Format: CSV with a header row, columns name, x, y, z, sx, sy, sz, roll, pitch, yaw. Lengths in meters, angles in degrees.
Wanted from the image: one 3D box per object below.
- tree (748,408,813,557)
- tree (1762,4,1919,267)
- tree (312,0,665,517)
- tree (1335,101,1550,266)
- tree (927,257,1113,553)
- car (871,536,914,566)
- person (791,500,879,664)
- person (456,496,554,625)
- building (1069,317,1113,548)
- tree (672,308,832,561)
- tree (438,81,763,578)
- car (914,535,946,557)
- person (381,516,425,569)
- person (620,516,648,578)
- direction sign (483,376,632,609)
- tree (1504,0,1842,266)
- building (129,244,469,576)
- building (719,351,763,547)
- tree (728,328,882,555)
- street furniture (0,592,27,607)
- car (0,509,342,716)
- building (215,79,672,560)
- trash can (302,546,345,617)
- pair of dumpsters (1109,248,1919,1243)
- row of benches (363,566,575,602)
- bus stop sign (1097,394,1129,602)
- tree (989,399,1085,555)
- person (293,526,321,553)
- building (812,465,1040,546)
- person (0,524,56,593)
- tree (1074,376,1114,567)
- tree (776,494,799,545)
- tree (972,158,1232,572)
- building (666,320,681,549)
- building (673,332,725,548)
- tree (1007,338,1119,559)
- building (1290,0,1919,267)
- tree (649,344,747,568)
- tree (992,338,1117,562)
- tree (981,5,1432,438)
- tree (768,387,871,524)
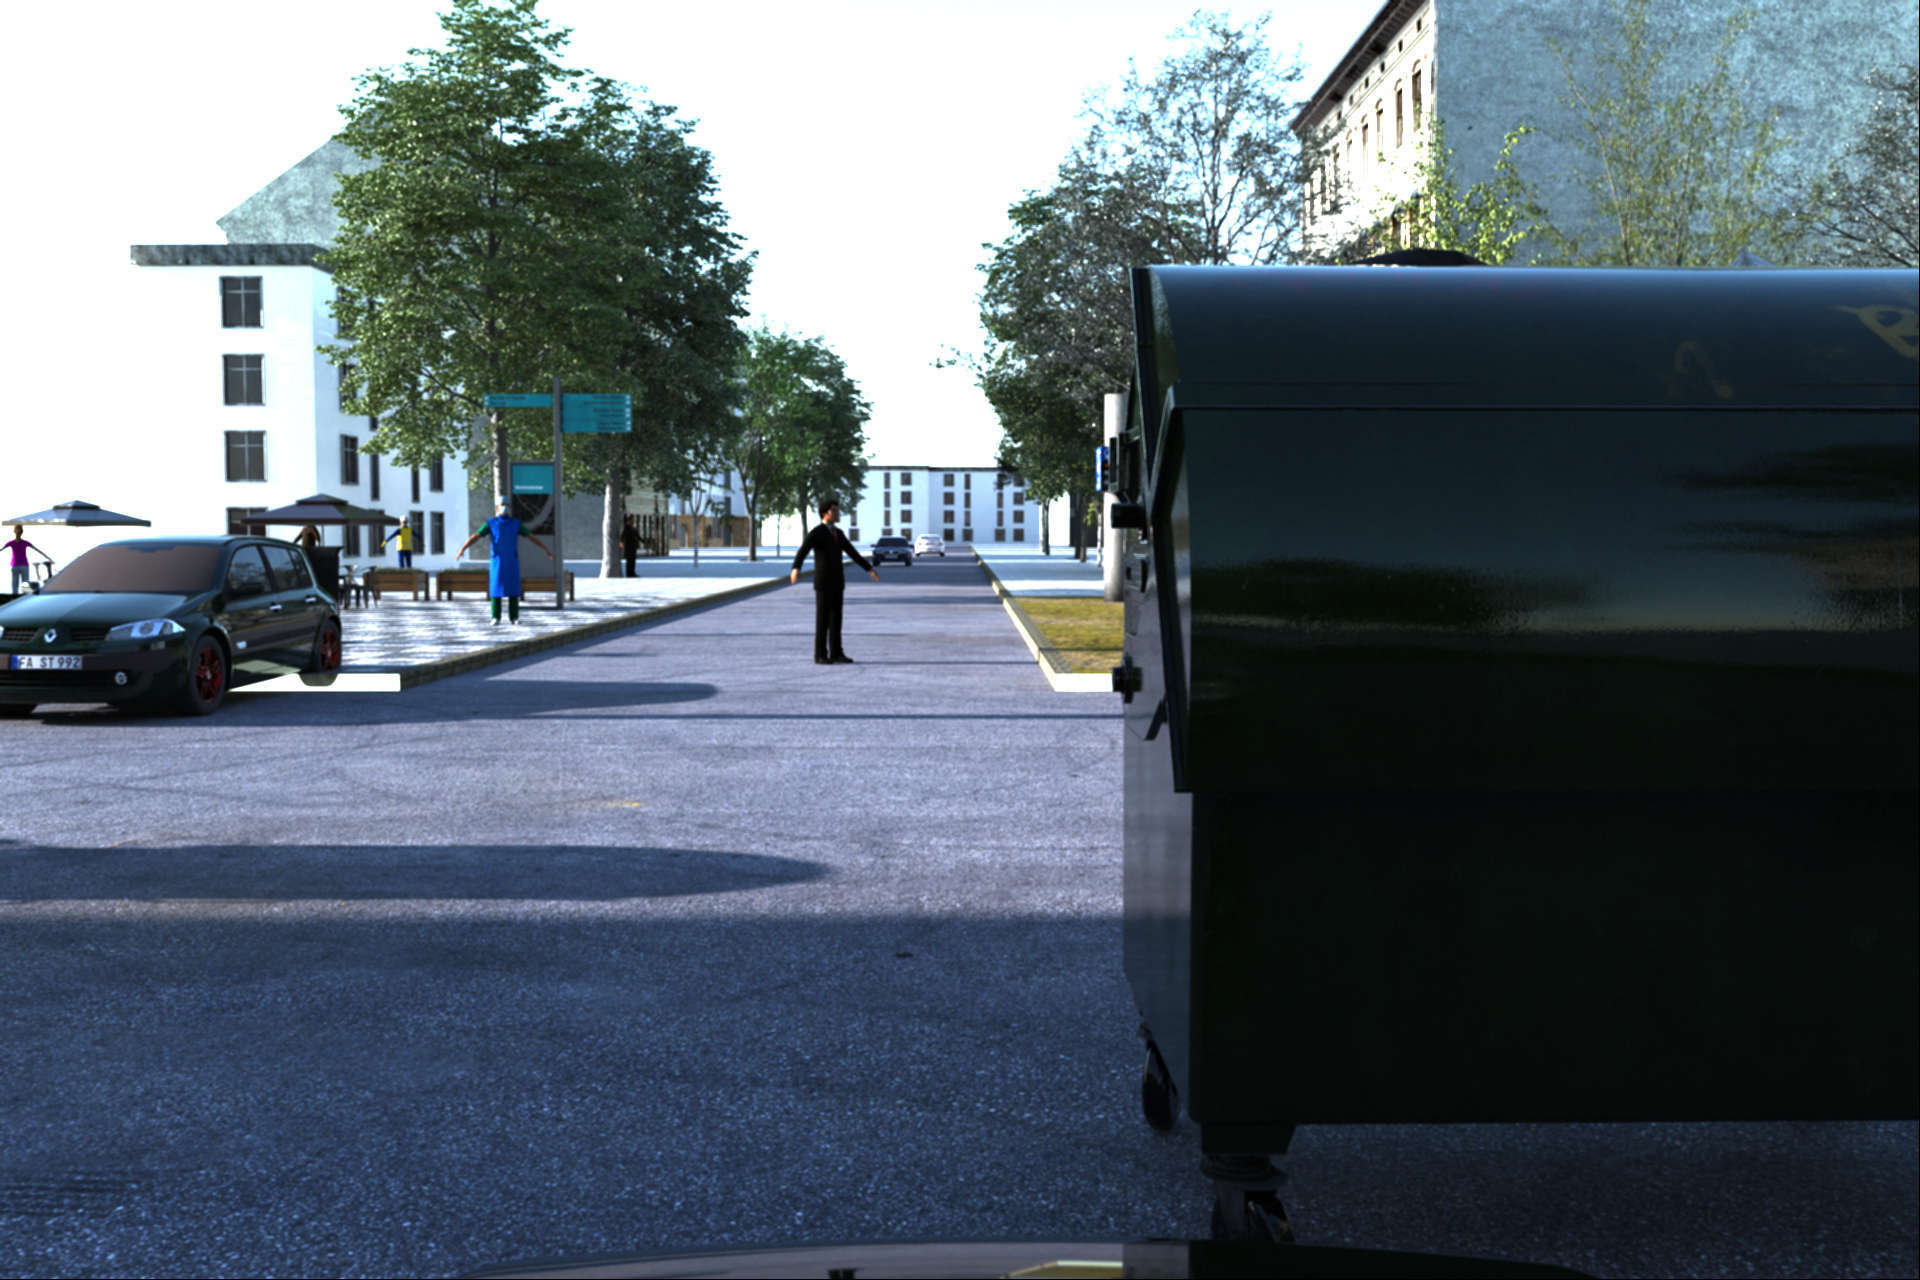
name,x,y,z,sx,sy,sz,roll,pitch,yaw
tree,-10.104,-8.938,96.491,4.737,8.622,4.395,0,3,0
tree,21.368,-7.577,34.256,12.009,13.543,11.850,0,3,0
tree,-9.890,-7.229,36.327,7.486,12.596,7.792,0,3,0
tree,8.420,-4.837,29.449,4.737,8.622,4.395,0,3,0
tree,4.633,-16.087,118.910,12.611,20.169,13.585,0,3,0
car,-3.055,-4.027,78.420,1.945,1.354,3.894,0,4,0
person,-1.424,-0.644,19.179,0.705,1.806,1.347,3,5,39
person,-6.445,-1.125,24.528,1.347,1.817,0.704,-1,4,-23
building,25.022,-20.443,178.222,27.936,21.610,32.646,0,4,0
tree,-9.860,-9.503,81.133,9.928,11.665,9.643,0,3,0
tree,-10.260,-8.804,50.604,9.857,13.997,8.962,0,3,0
car,-1.934,-6.078,111.739,2.083,1.381,4.827,0,4,-1
person,-15.149,-2.490,47.177,1.216,1.772,0.721,-3,5,-39
person,-9.648,-2.735,50.934,0.704,1.802,1.346,1,4,23
direction sign,-6.808,-2.523,30.007,2.525,3.948,1.411,0,4,2
tree,9.500,-4.452,23.148,4.360,8.622,3.978,0,3,0
building,-23.045,-7.473,64.326,9.099,9.664,28.070,0,4,1
building,-26.743,-19.696,178.445,16.016,20.090,11.380,0,4,0
tree,-9.675,-12.191,105.975,9.857,13.997,8.962,0,3,0
street furniture,-14.355,-0.315,20.784,5.734,0.657,10.072,0,4,3
car,-6.770,-0.313,14.899,2.009,1.686,4.222,0,4,0
building,-26.455,-16.044,93.243,19.493,23.208,18.063,0,4,-1
trash can,-7.636,-0.536,20.419,0.748,1.137,0.748,0,3,0
pair of dumpsters,2.539,0.073,3.765,4.436,2.255,1.574,0,4,-1
row of benches,-9.511,-1.089,33.266,4.104,0.672,1.422,0,4,5
bus stop sign,3.043,-2.679,32.816,0.837,3.901,0.837,0,4,-1
tree,5.073,-10.415,104.692,8.767,10.594,7.601,3,5,44
person,-16.802,-2.353,44.605,1.346,1.812,0.704,3,4,38
building,-4.084,-16.327,211.552,28.070,9.664,9.099,0,4,-4
person,-14.802,-1.102,27.278,0.991,1.433,0.599,-2,4,-23
tree,5.604,-7.123,66.826,4.737,8.622,4.395,0,3,0
tree,-20.764,-15.861,209.685,4.737,8.622,4.395,0,3,0
tree,5.021,-9.219,57.380,9.857,13.997,8.962,0,3,0
building,-29.458,-17.231,138.148,16.016,20.090,11.380,0,4,1
building,-28.800,-18.715,162.402,16.016,20.090,11.380,0,4,0
tree,6.043,-9.939,88.252,9.928,11.665,9.643,0,3,0
building,21.838,-13.713,55.130,19.493,23.208,18.063,0,4,0
tree,-9.943,-7.013,65.025,4.737,8.622,4.395,0,3,0
tree,5.671,-8.801,78.309,8.767,10.594,7.601,-1,4,-14
tree,5.622,-7.921,39.884,12.009,13.543,11.850,0,3,0
tree,-9.775,-11.991,121.806,9.928,11.665,9.643,0,3,0
